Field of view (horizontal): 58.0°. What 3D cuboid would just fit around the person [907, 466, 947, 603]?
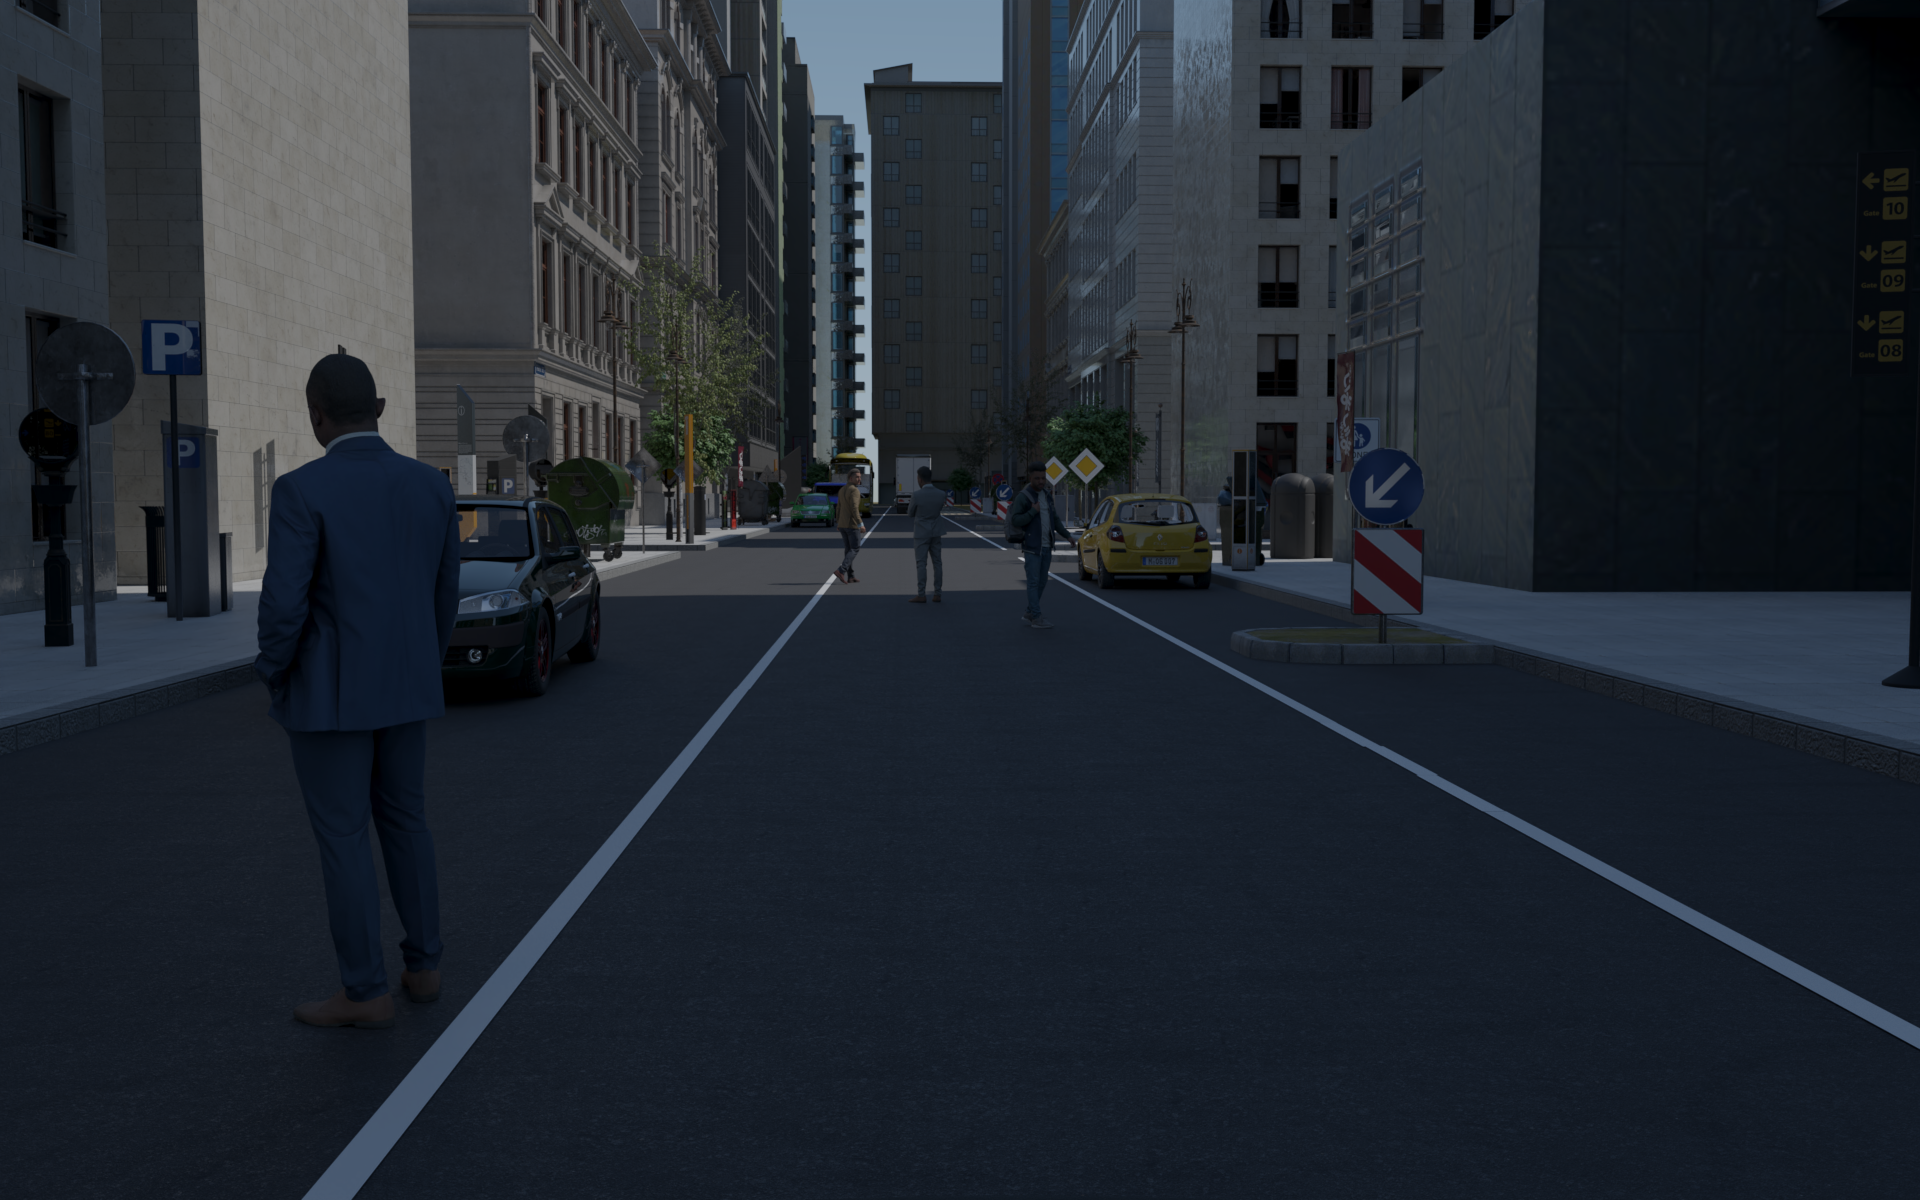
[{"bbox_3d":[-0.464,-0.877,23.016,0.511,1.800,0.466,-3,5,-42],"label":"person"}]

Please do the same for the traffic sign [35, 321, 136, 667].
[{"bbox_3d":[-6.471,-0.778,12.820,0.768,2.556,0.104,0,4,3],"label":"traffic sign"}]

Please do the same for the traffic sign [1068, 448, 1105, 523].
[{"bbox_3d":[2.734,-2.073,37.532,0.795,2.450,0.064,0,4,-2],"label":"traffic sign"}]

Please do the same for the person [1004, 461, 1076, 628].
[{"bbox_3d":[0.823,-0.596,18.592,0.721,1.781,0.623,2,4,34],"label":"person"}]

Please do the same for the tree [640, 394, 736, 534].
[{"bbox_3d":[-8.875,-4.441,56.329,4.285,4.588,4.351,0,3,0],"label":"tree"}]

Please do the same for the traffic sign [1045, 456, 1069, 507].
[{"bbox_3d":[2.462,-2.561,45.513,0.795,2.450,0.064,0,4,-2],"label":"traffic sign"}]

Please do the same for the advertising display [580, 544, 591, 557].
[{"bbox_3d":[-7.714,-1.850,35.458,0.123,1.923,0.974,-2,4,-26],"label":"advertising display"}]

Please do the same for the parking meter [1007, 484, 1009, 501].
[{"bbox_3d":[2.696,-5.899,102.167,0.255,1.863,0.399,-2,4,-28],"label":"parking meter"}]

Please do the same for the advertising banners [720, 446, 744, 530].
[{"bbox_3d":[-8.158,-4.035,62.165,0.090,3.025,2.074,1,4,17],"label":"advertising banners"}]

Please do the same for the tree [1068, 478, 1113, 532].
[{"bbox_3d":[4.502,-3.896,58.299,1.663,3.219,1.824,0,3,0],"label":"tree"}]

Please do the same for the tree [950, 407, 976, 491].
[{"bbox_3d":[1.367,-11.720,141.980,4.360,8.622,3.978,0,3,0],"label":"tree"}]

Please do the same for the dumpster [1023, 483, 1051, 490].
[{"bbox_3d":[3.534,-4.498,79.300,1.264,1.857,1.865,0,4,-2],"label":"dumpster"}]

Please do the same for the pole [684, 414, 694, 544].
[{"bbox_3d":[-6.955,-3.096,44.462,0.158,3.312,0.155,0,3,0],"label":"pole"}]

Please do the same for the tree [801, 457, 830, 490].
[{"bbox_3d":[-12.243,-10.260,151.465,4.285,4.588,4.351,0,3,0],"label":"tree"}]

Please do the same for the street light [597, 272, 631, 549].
[{"bbox_3d":[-7.233,-3.886,36.317,0.468,5.910,1.993,0,4,-2],"label":"street light"}]

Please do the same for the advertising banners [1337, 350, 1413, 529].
[{"bbox_3d":[4.899,-1.494,20.620,0.090,3.025,2.074,-1,4,-11],"label":"advertising banners"}]

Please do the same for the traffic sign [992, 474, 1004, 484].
[{"bbox_3d":[2.366,-6.577,107.638,0.768,2.556,0.104,0,4,3],"label":"traffic sign"}]

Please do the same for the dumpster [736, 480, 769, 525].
[{"bbox_3d":[-8.540,-4.009,71.313,1.264,1.857,1.865,0,4,-2],"label":"dumpster"}]

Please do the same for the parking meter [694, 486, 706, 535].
[{"bbox_3d":[-8.084,-2.777,53.812,0.372,1.533,0.369,0,3,0],"label":"parking meter"}]

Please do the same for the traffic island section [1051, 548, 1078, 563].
[{"bbox_3d":[2.757,-0.938,37.610,2.009,0.180,2.903,0,4,-2],"label":"traffic island section"}]

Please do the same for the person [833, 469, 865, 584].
[{"bbox_3d":[-1.754,-1.180,27.706,0.656,1.842,0.836,2,4,26],"label":"person"}]

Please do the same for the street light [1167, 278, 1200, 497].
[{"bbox_3d":[4.787,-3.940,37.201,0.468,5.910,1.993,0,4,-2],"label":"street light"}]

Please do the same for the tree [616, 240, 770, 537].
[{"bbox_3d":[-8.051,-6.154,50.985,4.737,8.622,4.395,0,3,0],"label":"tree"}]

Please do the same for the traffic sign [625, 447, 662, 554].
[{"bbox_3d":[-6.806,-2.054,37.229,0.795,2.450,0.064,0,4,-2],"label":"traffic sign"}]

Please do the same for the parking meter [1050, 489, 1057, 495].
[{"bbox_3d":[4.580,-4.668,84.727,0.372,1.533,0.369,0,3,0],"label":"parking meter"}]

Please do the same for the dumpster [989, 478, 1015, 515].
[{"bbox_3d":[2.560,-6.300,105.503,1.502,2.255,1.985,0,4,-2],"label":"dumpster"}]

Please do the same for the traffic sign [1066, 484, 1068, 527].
[{"bbox_3d":[4.114,-4.071,66.665,0.768,2.556,0.104,0,4,0],"label":"traffic sign"}]

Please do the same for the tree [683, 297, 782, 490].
[{"bbox_3d":[-8.862,-7.046,65.558,4.360,8.622,3.978,0,3,0],"label":"tree"}]

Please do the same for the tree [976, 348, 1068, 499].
[{"bbox_3d":[3.389,-8.336,86.649,4.360,8.622,3.978,0,3,0],"label":"tree"}]

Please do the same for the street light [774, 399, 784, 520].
[{"bbox_3d":[-8.807,-6.838,84.595,0.468,5.910,1.993,0,4,-2],"label":"street light"}]

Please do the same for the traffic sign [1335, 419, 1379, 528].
[{"bbox_3d":[5.326,-1.295,23.303,0.606,2.300,0.079,0,4,3],"label":"traffic sign"}]

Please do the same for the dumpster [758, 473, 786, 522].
[{"bbox_3d":[-8.732,-4.678,78.972,1.502,2.255,1.985,0,4,-2],"label":"dumpster"}]

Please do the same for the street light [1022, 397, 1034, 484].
[{"bbox_3d":[3.230,-6.735,82.899,0.468,5.910,1.993,0,4,-2],"label":"street light"}]

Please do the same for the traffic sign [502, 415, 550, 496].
[{"bbox_3d":[-7.000,-1.704,27.964,0.768,2.556,0.104,0,4,-1],"label":"traffic sign"}]

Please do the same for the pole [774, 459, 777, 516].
[{"bbox_3d":[-10.837,-6.606,101.846,0.158,3.312,0.155,0,3,0],"label":"pole"}]

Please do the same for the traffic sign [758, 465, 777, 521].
[{"bbox_3d":[-8.512,-4.680,76.526,0.884,2.594,0.081,0,4,2],"label":"traffic sign"}]

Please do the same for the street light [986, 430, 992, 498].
[{"bbox_3d":[1.993,-9.008,120.065,0.468,5.910,1.993,0,4,-2],"label":"street light"}]

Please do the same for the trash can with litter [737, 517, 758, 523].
[{"bbox_3d":[-9.487,-4.020,77.119,1.055,1.170,0.624,1,4,9],"label":"trash can with litter"}]

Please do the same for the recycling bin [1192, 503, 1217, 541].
[{"bbox_3d":[6.647,-2.162,47.906,0.722,1.027,0.722,-1,4,-12],"label":"recycling bin"}]

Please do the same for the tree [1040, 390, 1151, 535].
[{"bbox_3d":[4.312,-4.343,54.724,4.285,4.588,4.351,0,3,0],"label":"tree"}]

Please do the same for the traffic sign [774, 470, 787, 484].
[{"bbox_3d":[-9.337,-5.475,89.624,0.768,2.556,0.104,0,4,7],"label":"traffic sign"}]

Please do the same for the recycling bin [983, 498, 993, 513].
[{"bbox_3d":[1.891,-6.322,115.913,0.722,1.027,0.722,0,4,1],"label":"recycling bin"}]

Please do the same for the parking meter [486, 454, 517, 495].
[{"bbox_3d":[-6.692,-1.199,25.317,0.255,1.863,0.399,3,4,36],"label":"parking meter"}]

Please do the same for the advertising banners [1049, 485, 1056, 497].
[{"bbox_3d":[3.661,-4.519,70.066,0.090,3.025,2.074,1,4,17],"label":"advertising banners"}]

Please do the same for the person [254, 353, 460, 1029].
[{"bbox_3d":[-1.605,0.243,4.702,0.419,1.800,0.721,2,4,27],"label":"person"}]

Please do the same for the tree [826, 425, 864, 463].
[{"bbox_3d":[-12.179,-14.236,183.125,4.360,8.622,3.978,0,3,0],"label":"tree"}]

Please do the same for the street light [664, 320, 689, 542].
[{"bbox_3d":[-7.536,-4.489,46.177,0.468,5.910,1.993,0,4,-2],"label":"street light"}]

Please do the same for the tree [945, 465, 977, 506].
[{"bbox_3d":[0.058,-12.427,186.902,4.285,4.588,4.351,0,3,0],"label":"tree"}]

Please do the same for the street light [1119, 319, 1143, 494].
[{"bbox_3d":[4.520,-4.469,45.860,0.468,5.910,1.993,0,4,-2],"label":"street light"}]

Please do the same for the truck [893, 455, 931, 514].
[{"bbox_3d":[-3.512,-8.532,128.409,2.839,4.237,11.283,0,4,-2],"label":"truck"}]

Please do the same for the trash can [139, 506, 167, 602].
[{"bbox_3d":[-9.447,-0.561,20.821,0.748,1.137,0.748,0,3,0],"label":"trash can"}]

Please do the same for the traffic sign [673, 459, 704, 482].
[{"bbox_3d":[-7.078,-2.542,45.209,0.795,2.450,0.064,0,4,-2],"label":"traffic sign"}]

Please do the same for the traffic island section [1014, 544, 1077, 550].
[{"bbox_3d":[2.485,-1.426,45.591,2.009,0.180,2.903,0,4,-2],"label":"traffic island section"}]
